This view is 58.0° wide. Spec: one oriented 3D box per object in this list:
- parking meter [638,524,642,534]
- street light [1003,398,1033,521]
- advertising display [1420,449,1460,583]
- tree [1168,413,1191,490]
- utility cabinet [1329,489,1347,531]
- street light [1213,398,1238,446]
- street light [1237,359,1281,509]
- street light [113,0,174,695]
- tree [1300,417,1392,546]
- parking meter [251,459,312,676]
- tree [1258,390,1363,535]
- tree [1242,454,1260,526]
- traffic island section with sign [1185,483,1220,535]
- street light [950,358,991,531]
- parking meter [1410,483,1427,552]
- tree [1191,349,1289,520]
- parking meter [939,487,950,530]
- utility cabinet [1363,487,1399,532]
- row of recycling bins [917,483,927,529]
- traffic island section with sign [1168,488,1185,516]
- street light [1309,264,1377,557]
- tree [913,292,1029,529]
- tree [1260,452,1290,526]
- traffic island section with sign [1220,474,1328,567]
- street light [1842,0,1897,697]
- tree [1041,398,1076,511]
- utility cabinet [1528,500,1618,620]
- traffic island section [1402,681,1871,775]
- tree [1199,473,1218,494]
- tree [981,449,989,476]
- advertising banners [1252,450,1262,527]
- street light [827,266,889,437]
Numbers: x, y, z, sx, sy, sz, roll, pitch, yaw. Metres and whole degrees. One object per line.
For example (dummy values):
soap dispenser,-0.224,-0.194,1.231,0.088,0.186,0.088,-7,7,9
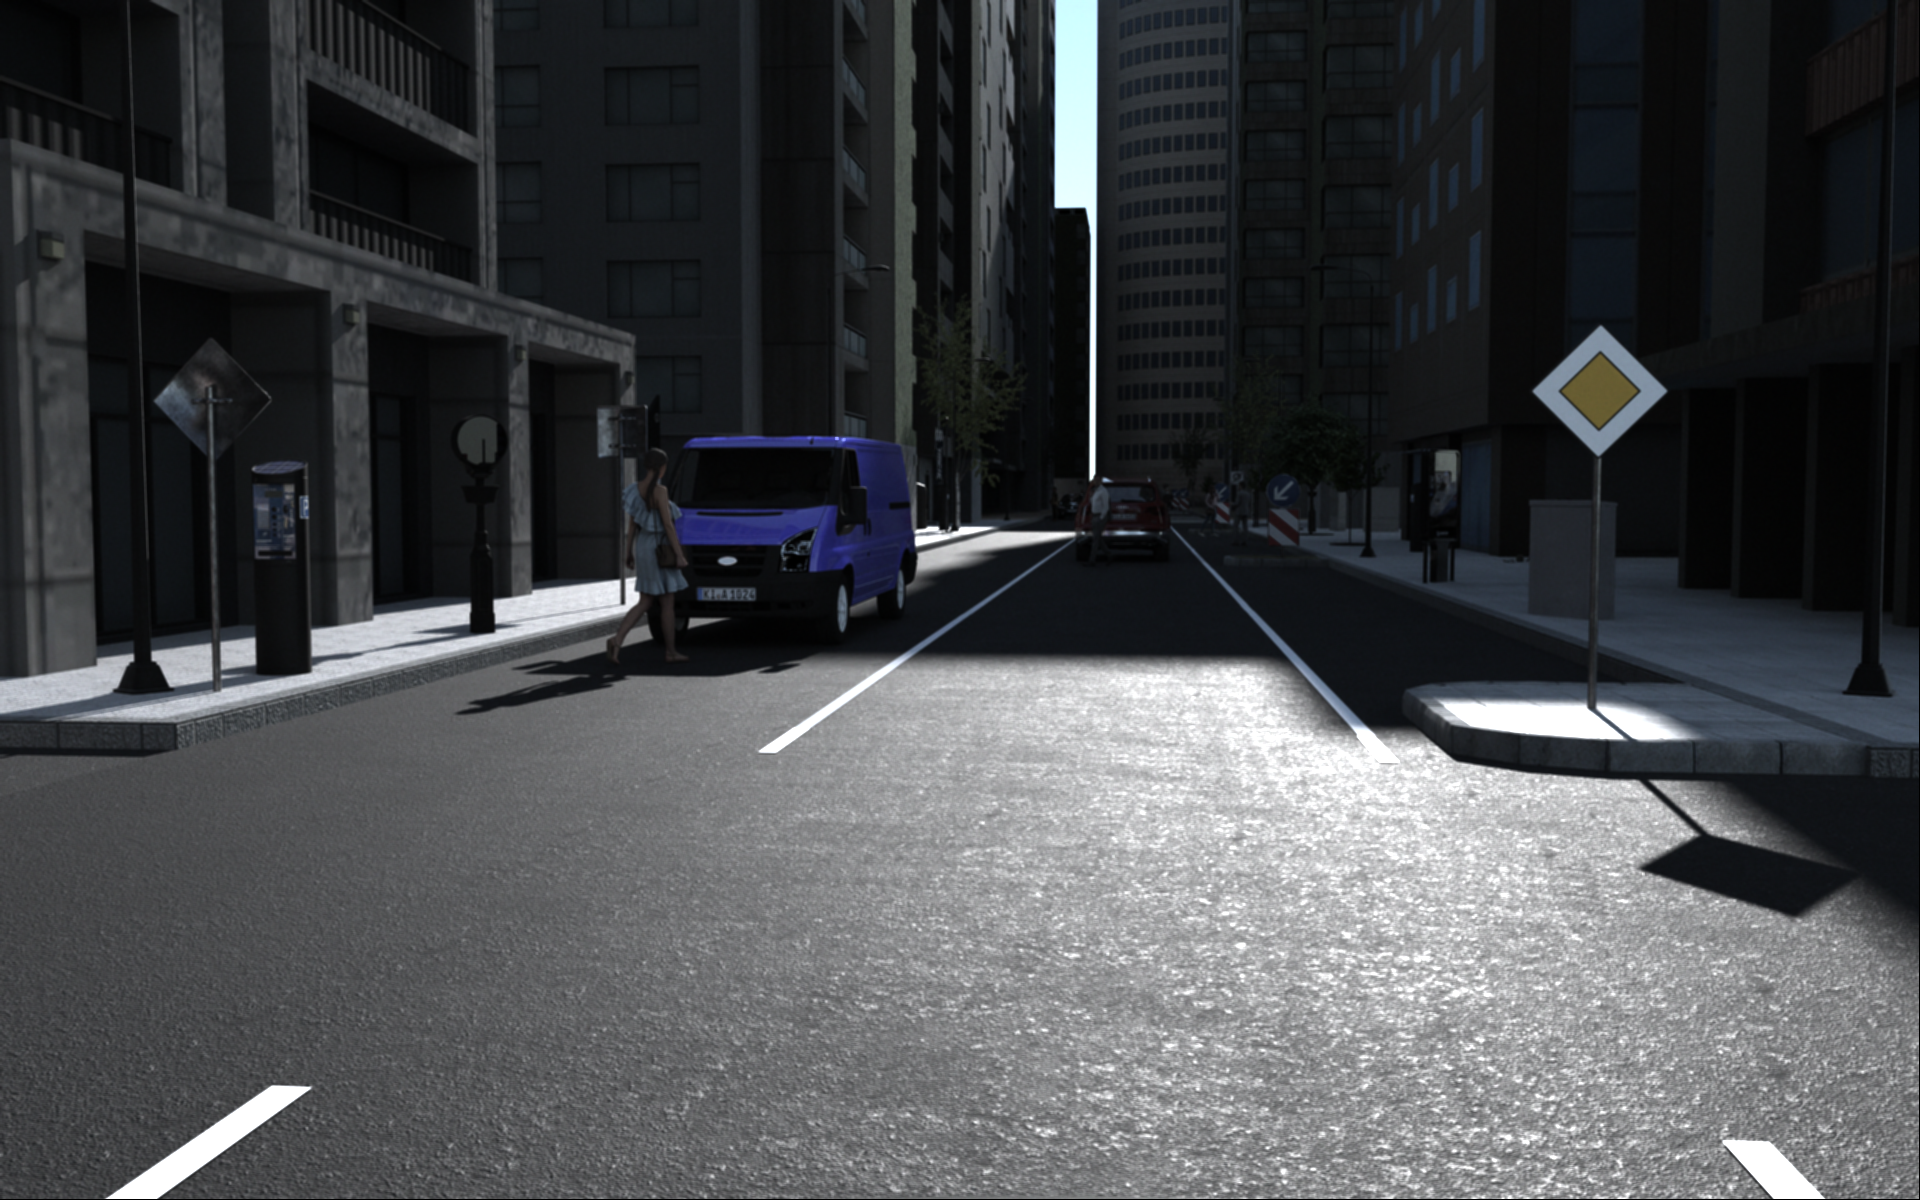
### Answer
parking meter,-7.417,-1.941,40.151,0.372,1.533,0.369,0,3,0
street light,2.819,-6.801,83.734,1.470,5.913,1.316,0,4,6
advertising display,6.977,-1.221,25.180,0.123,1.923,0.974,3,5,42
tree,20.574,-12.460,154.089,4.737,8.622,4.395,0,3,0
utility cabinet,13.138,-3.156,60.278,0.318,1.500,1.173,0,4,-2
street light,12.908,-6.808,83.846,1.470,5.913,1.316,0,4,6
street light,10.411,-5.317,59.476,1.470,5.913,1.316,0,4,6
street light,-4.764,-2.353,11.006,1.470,5.913,1.316,0,4,6
tree,9.669,-2.975,43.235,1.663,3.219,1.824,0,3,0
parking meter,-4.845,-0.242,12.374,0.372,1.533,0.369,0,3,0
tree,10.969,-4.326,54.446,4.285,4.588,4.351,0,3,0
tree,12.634,-4.651,70.650,1.663,3.219,1.824,0,3,0
traffic island section with sign,9.174,-3.257,61.884,1.989,1.847,2.006,0,4,6
street light,0.344,-5.310,59.366,1.470,5.913,1.316,0,4,6
parking meter,10.179,-1.835,38.415,0.372,1.533,0.369,0,3,0
tree,14.526,-8.349,86.862,4.737,8.622,4.395,0,3,0
parking meter,-0.567,-3.273,61.926,0.372,1.533,0.369,0,3,0
utility cabinet,14.172,-3.035,58.294,1.173,1.500,0.318,1,4,13
row of recycling bins,-2.464,-3.396,62.645,1.069,1.692,3.534,3,5,40
traffic island section with sign,14.391,-6.335,112.210,1.989,1.847,2.006,0,4,6
street light,7.763,-3.828,35.123,1.470,5.913,1.316,0,4,6
tree,0.075,-6.903,63.224,4.737,8.622,4.395,0,3,0
tree,11.879,-4.158,62.589,1.663,3.219,1.824,0,3,0
traffic island section with sign,6.376,-1.618,35.074,1.989,1.847,2.006,0,4,6
street light,5.298,-2.352,10.991,1.470,5.913,1.316,0,4,6
tree,6.722,-11.108,131.983,4.360,8.622,3.978,0,3,0
utility cabinet,6.383,-0.422,18.069,0.306,1.237,1.020,-1,4,-20
traffic island section,3.795,0.729,10.359,2.009,0.180,2.903,0,4,6
tree,21.075,-9.341,147.328,1.663,3.219,1.824,0,3,0
tree,-0.305,-6.183,84.811,4.285,4.588,4.351,0,3,0
advertising banners,11.558,-4.346,67.251,0.090,3.025,2.074,1,4,18
street light,-2.138,-3.846,35.427,1.470,5.913,1.316,0,4,6
